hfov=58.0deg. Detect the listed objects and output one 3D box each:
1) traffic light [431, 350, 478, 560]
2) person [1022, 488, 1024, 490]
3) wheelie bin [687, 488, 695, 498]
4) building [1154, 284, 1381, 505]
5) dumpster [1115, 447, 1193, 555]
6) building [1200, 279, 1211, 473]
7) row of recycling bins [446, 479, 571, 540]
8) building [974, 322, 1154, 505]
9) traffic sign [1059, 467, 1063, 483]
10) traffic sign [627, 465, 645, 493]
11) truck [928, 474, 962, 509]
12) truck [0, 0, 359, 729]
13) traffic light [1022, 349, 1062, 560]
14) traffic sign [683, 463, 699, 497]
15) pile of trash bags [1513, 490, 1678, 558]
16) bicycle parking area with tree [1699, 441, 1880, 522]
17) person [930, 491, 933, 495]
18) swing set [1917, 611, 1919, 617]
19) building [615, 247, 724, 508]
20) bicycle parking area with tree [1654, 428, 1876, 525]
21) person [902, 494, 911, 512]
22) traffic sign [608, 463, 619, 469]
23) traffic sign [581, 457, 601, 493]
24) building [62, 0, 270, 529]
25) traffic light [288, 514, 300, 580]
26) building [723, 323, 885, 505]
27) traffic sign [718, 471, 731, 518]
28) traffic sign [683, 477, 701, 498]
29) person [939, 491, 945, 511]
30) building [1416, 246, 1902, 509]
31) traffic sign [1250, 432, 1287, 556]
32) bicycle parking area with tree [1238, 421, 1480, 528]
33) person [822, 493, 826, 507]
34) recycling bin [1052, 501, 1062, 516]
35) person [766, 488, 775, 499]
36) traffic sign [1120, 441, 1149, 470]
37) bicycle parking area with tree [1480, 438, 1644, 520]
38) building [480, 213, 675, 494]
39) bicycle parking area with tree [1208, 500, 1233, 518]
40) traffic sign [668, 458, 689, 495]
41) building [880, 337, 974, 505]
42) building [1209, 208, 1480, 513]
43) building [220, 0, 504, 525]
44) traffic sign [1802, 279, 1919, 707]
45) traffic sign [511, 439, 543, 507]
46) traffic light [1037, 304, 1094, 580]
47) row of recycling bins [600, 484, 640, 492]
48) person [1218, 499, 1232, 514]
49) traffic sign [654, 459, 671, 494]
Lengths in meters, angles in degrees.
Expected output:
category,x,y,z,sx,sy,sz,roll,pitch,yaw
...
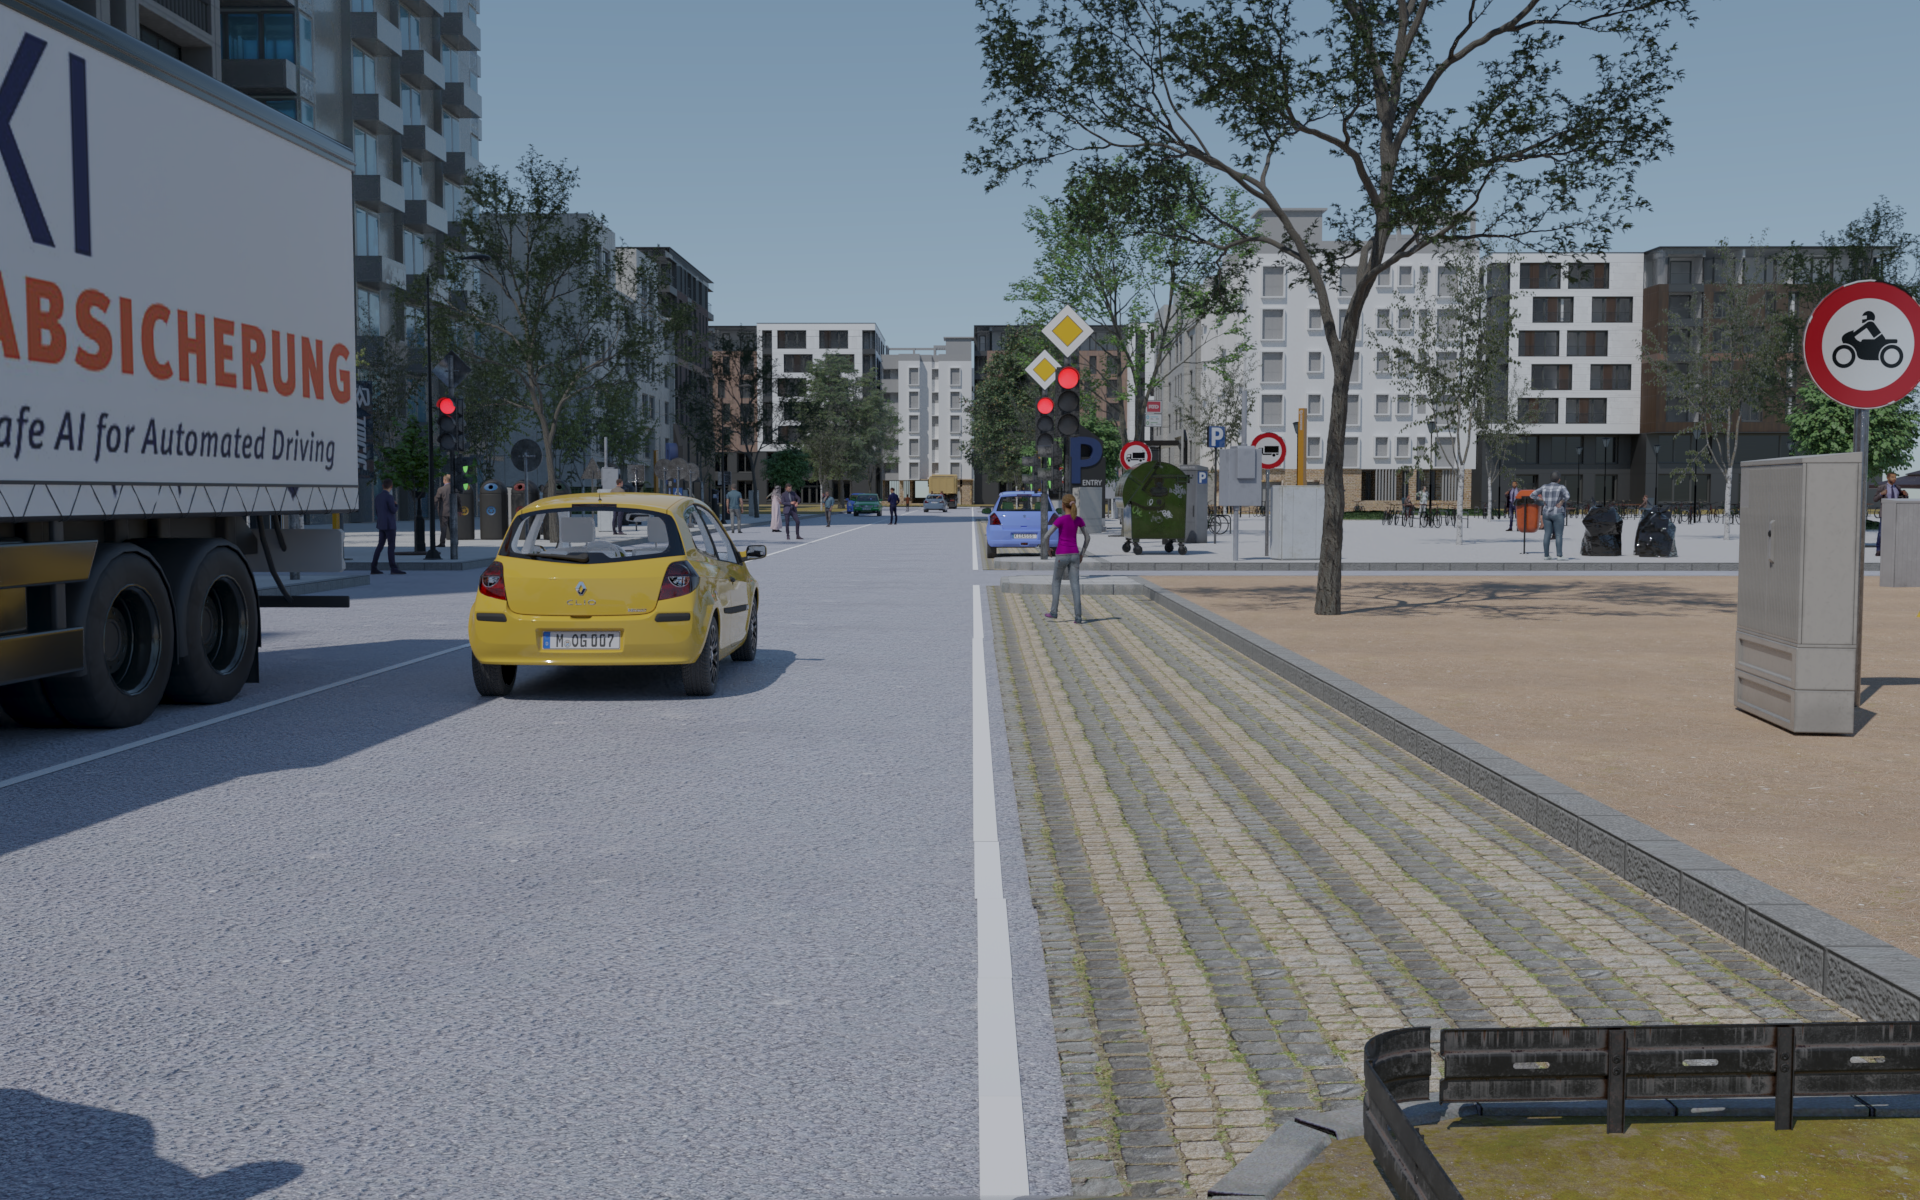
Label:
category,x,y,z,sx,sy,sz,roll,pitch,yaw
traffic light,-9.893,-2.746,33.816,0.839,4.253,0.868,0,4,0
person,4.971,-7.590,130.656,0.721,1.766,1.217,1,4,12
wheelie bin,-14.395,-5.118,91.592,0.693,1.594,0.980,0,4,-2
building,27.313,-17.611,154.392,16.747,18.905,31.486,0,4,0
dumpster,4.142,-2.114,37.052,1.502,2.255,1.985,0,4,0
building,26.733,-16.893,132.619,16.016,20.091,11.380,0,4,0
row of recycling bins,-12.670,-2.537,48.592,3.534,1.692,1.069,0,4,-2
building,18.062,-22.983,219.739,32.646,21.610,27.936,0,4,0
traffic sign,4.769,-4.875,79.817,0.768,2.556,0.104,0,4,3
traffic sign,-11.297,-3.564,60.406,0.606,2.300,0.079,0,4,6
truck,-1.573,-10.571,168.758,3.469,3.379,9.791,0,4,1
truck,-6.313,-1.200,8.538,2.839,4.237,11.283,0,4,2
traffic light,1.628,-2.742,33.753,0.839,4.253,0.868,0,4,0
traffic sign,-10.957,-4.292,70.286,0.768,2.556,0.104,0,4,2
pile of trash bags,13.376,-1.633,36.449,3.447,1.369,1.912,2,4,34
bicycle parking area with tree,45.764,-6.429,92.122,9.016,4.147,8.231,0,4,0
person,-2.620,-9.206,159.746,1.217,1.735,0.721,1,4,21
swing set,11.115,-1.151,16.431,2.862,2.851,3.119,1,4,12
building,-40.108,-19.165,157.319,32.646,21.610,27.936,0,4,0
bicycle parking area with tree,34.803,-5.408,75.428,8.231,4.147,9.016,2,4,24
person,-4.313,-7.954,141.814,0.557,1.426,1.065,3,5,42
traffic sign,-14.295,-4.331,70.917,0.768,2.556,0.104,0,4,6
traffic sign,-12.889,-3.716,60.764,0.884,2.594,0.081,0,4,7
building,-34.429,-37.795,56.202,20.563,71.187,20.611,0,4,0
traffic light,-9.948,-2.258,25.831,0.839,4.253,0.868,0,4,0
building,-26.277,-23.032,220.548,32.646,21.610,27.936,0,4,0
traffic sign,-10.639,-4.654,78.217,0.606,2.300,0.079,1,4,9
traffic sign,-12.141,-4.789,78.308,0.884,2.594,0.081,0,4,8
person,-1.685,-8.623,150.198,0.721,1.743,1.217,3,4,38
building,61.193,-19.135,156.831,32.646,21.610,27.936,0,4,0
traffic sign,6.340,-2.178,35.718,0.768,2.556,0.104,0,4,2
bicycle parking area with tree,15.925,-4.977,68.369,8.231,4.147,9.016,1,4,19
person,-13.436,-9.881,170.824,0.421,1.427,0.697,0,4,8
recycling bin,3.684,-3.354,67.395,0.722,1.027,0.722,2,4,34
person,-14.315,-7.726,133.157,1.217,1.735,0.721,-2,4,-31
traffic sign,4.190,-2.522,41.335,0.768,2.556,0.104,0,4,7
bicycle parking area with tree,30.390,-6.234,88.925,8.231,4.147,9.016,2,4,24
building,-31.643,-15.818,125.090,16.747,18.905,31.486,0,4,0
bicycle parking area with tree,17.841,-6.604,94.978,8.231,4.147,9.016,3,4,39
traffic sign,-9.884,-3.705,60.689,0.768,2.556,0.104,1,4,10
building,-3.987,-21.913,214.704,11.380,20.091,16.016,0,4,0
building,26.351,-16.140,120.306,16.016,20.091,11.380,0,4,0
building,-36.239,-28.322,82.677,23.786,49.044,30.456,0,4,0
traffic sign,5.397,-0.629,10.394,0.768,2.556,0.104,0,4,1
traffic sign,-9.982,-2.432,39.871,0.768,2.556,0.104,1,4,9
traffic light,1.573,-2.254,25.768,0.839,4.253,0.868,0,4,0
row of recycling bins,-14.414,-4.074,73.717,1.069,1.692,3.534,1,4,8
person,17.471,-6.515,112.500,1.348,1.831,0.705,1,4,16
traffic sign,-10.644,-3.806,62.339,0.768,2.556,0.104,1,4,9
